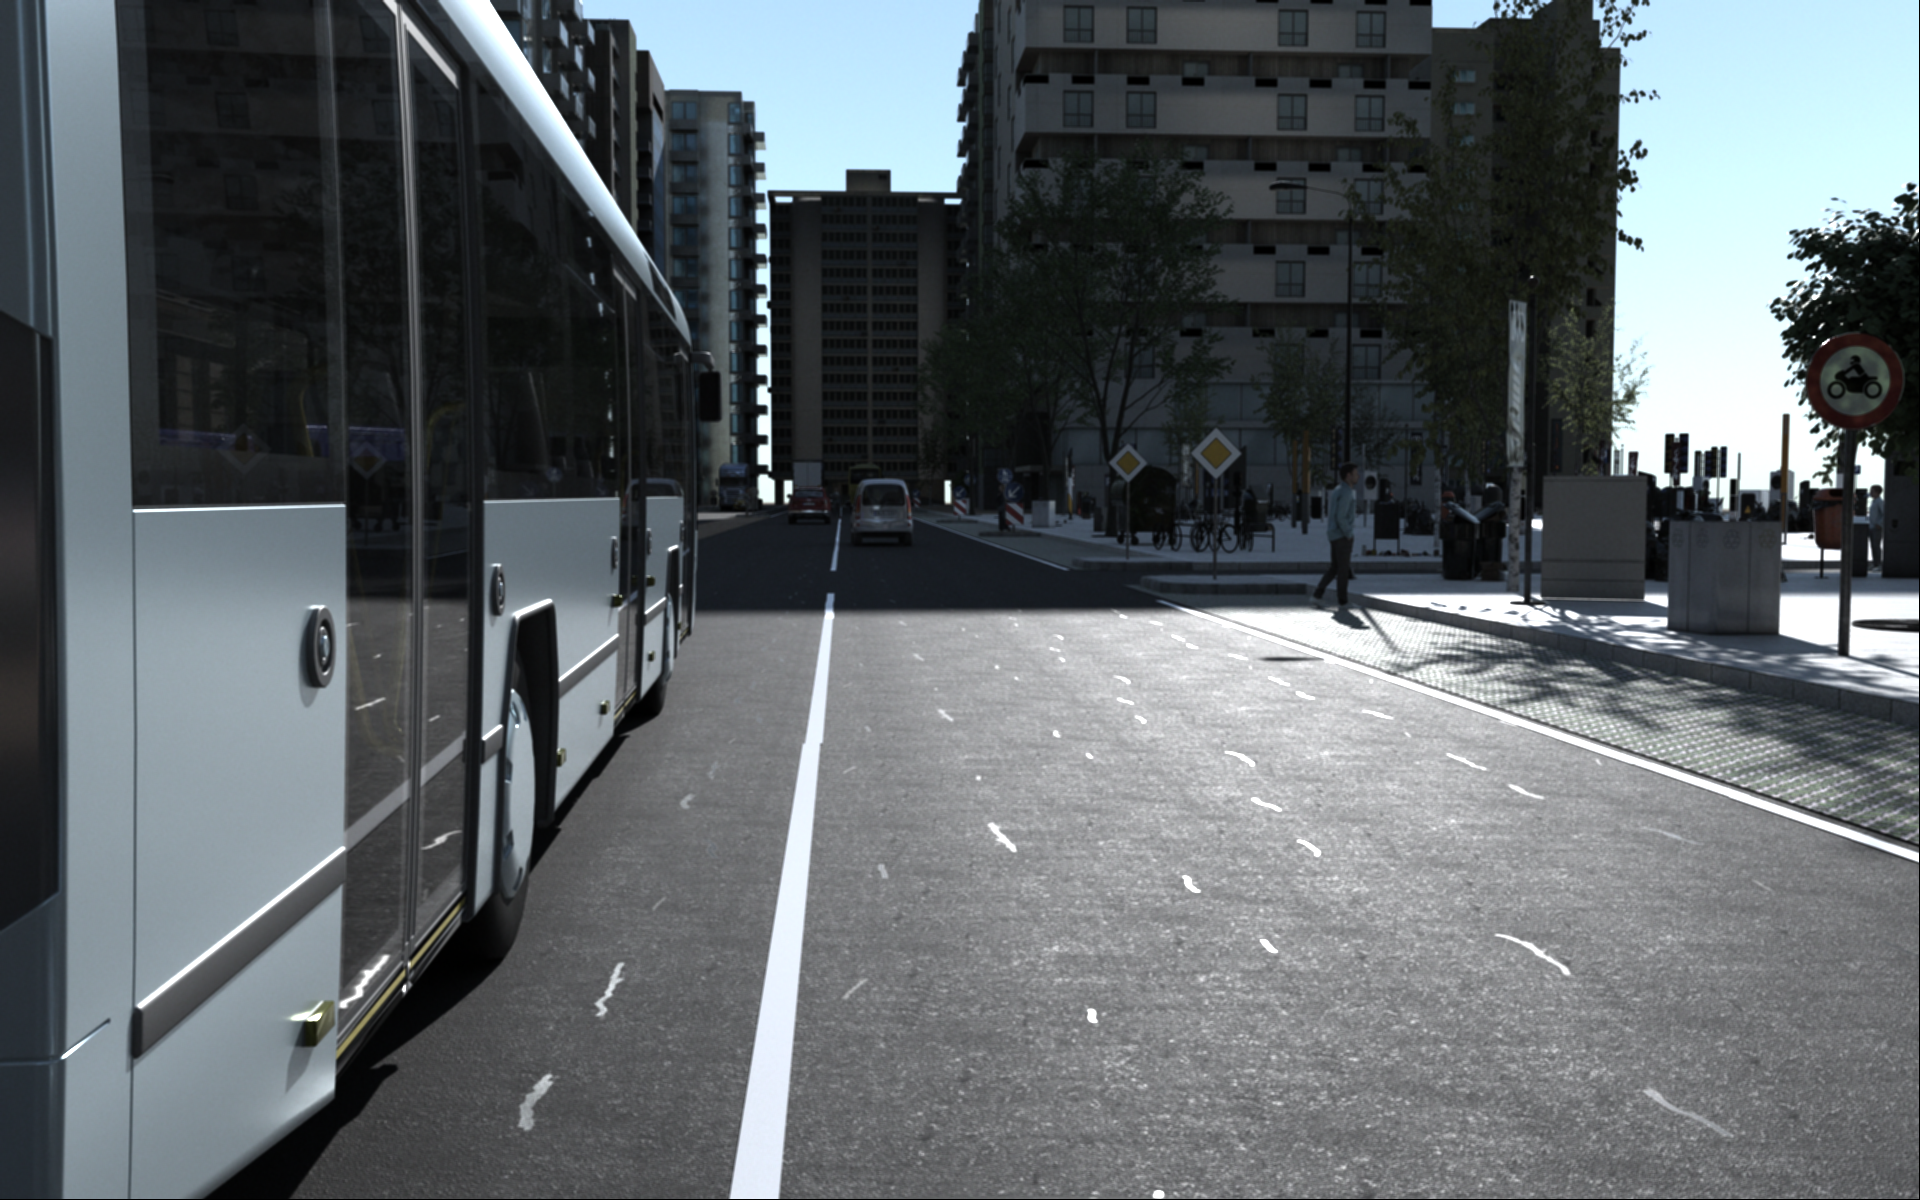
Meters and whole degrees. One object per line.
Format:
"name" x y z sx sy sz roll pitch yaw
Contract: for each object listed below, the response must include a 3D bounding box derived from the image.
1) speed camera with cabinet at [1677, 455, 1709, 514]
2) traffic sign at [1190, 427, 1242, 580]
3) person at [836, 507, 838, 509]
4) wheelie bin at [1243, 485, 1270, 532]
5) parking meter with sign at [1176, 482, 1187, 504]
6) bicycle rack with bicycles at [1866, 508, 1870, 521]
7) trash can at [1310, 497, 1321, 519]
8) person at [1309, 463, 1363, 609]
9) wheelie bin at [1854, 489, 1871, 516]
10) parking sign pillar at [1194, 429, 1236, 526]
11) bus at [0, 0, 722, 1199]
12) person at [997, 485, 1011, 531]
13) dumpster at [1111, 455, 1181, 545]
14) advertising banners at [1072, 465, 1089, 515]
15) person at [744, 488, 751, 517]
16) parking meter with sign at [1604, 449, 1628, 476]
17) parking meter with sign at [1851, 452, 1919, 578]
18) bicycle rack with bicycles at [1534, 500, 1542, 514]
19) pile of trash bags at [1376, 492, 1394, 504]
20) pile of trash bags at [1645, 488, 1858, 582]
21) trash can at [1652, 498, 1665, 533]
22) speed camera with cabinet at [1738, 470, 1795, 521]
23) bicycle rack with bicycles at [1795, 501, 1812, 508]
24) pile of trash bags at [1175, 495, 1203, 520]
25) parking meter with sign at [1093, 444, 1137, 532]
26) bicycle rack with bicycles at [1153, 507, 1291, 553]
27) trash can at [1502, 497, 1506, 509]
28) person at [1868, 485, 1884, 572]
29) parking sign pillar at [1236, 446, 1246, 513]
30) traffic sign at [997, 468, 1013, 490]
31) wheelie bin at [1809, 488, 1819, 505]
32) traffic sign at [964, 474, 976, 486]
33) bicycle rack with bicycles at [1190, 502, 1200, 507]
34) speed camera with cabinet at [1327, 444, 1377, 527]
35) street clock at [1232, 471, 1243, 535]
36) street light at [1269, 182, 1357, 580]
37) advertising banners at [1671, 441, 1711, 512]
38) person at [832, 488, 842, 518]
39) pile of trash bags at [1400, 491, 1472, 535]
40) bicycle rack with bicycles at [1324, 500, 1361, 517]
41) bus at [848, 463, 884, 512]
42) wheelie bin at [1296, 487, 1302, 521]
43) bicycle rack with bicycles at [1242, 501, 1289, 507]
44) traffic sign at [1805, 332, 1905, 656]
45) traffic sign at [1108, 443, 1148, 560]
"speed camera with cabinet" 37.306 -5.734 88.094 2.038 3.252 0.660 -3 4 -36
"traffic sign" 3.818 -1.362 25.916 0.795 2.450 0.064 0 4 -4
"person" -12.110 -9.747 168.394 0.750 1.759 0.617 3 5 43
"wheelie bin" 10.001 -3.107 58.711 0.980 1.594 0.693 -3 4 -36
"parking meter with sign" 11.719 -6.088 95.792 1.738 3.016 0.543 1 4 16
"bicycle rack with bicycles" 45.322 -4.332 84.215 2.852 0.926 2.925 2 4 33
"trash can" 18.525 -4.784 89.868 0.748 1.137 0.748 0 3 0
"person" 4.688 -0.798 21.568 0.620 1.820 0.660 0 4 -4
"wheelie bin" 52.235 -5.654 100.344 0.980 1.594 0.693 1 4 21
"parking sign pillar" 10.355 -5.059 71.179 1.447 3.967 1.447 0 4 -4
"bus" -2.884 -0.825 8.341 2.948 3.499 13.247 0 4 -5
"person" 1.568 -3.286 62.647 0.534 1.772 0.576 -1 4 -13
"dumpster" 4.711 -2.536 43.953 1.502 2.255 1.985 0 4 -4
"advertising banners" 7.238 -6.653 104.969 0.090 3.025 2.074 3 4 37
"person" -12.900 -5.921 105.589 0.573 1.790 0.520 -3 5 -43
"parking meter with sign" 25.908 -4.364 67.605 1.738 3.016 0.543 -1 4 -10
"parking meter with sign" 14.525 -1.851 26.527 1.738 3.016 0.543 2 4 27
"bicycle rack with bicycles" 36.456 -5.826 108.635 2.852 0.926 2.925 -2 4 -31
"pile of trash bags" 23.110 -5.043 92.204 1.912 1.369 3.447 0 4 2
"pile of trash bags" 11.745 -0.998 26.077 3.447 1.369 1.912 0 4 -3
"trash can" 22.768 -2.768 56.916 0.748 1.137 0.748 0 3 0
"speed camera with cabinet" 31.240 -4.452 67.127 0.660 3.252 2.038 -2 4 -29
"bicycle rack with bicycles" 54.454 -5.840 108.863 2.925 0.926 2.852 -2 4 -32
"pile of trash bags" 11.458 -4.668 86.079 1.912 1.369 3.447 -3 5 -41
"parking meter with sign" 5.300 -3.869 59.511 0.543 3.016 1.738 3 5 45
"bicycle rack with bicycles" 5.807 -1.558 38.855 2.852 0.926 2.925 -1 4 -10
"trash can" 26.317 -4.465 84.663 0.748 1.137 0.748 0 3 0
"person" 16.973 -1.333 32.098 0.330 1.601 0.589 1 4 14
"parking sign pillar" 15.237 -6.575 95.980 1.447 3.967 1.447 -2 4 -33
"traffic sign" 2.236 -5.249 85.932 0.768 2.556 0.104 0 4 1
"wheelie bin" 46.771 -5.314 94.789 0.980 1.594 0.693 -1 4 -18
"traffic sign" 0.636 -6.614 108.247 0.768 2.556 0.104 0 4 4
"bicycle rack with bicycles" 9.909 -4.027 79.227 2.852 0.926 2.925 3 5 42
"speed camera with cabinet" 15.284 -4.471 67.431 2.038 3.252 0.660 -2 4 -29
"street clock" 8.725 -3.053 54.488 0.358 2.002 0.471 1 4 13
"street light" 5.294 -3.268 25.965 1.470 5.913 1.316 0 4 -4
"advertising banners" 24.071 -3.728 57.143 0.090 3.025 2.074 -1 4 -12
"person" -7.413 -5.867 104.601 0.661 1.801 0.590 -2 4 -28
"pile of trash bags" 15.021 -2.715 54.145 1.912 1.369 3.447 0 4 6
"bicycle rack with bicycles" 20.670 -5.139 97.404 2.852 0.926 2.925 -3 4 -37
"bus" -7.508 -8.999 138.680 2.896 3.916 12.252 0 4 -2
"wheelie bin" 16.197 -4.567 82.578 0.693 1.594 0.980 0 4 8
"bicycle rack with bicycles" 14.201 -4.215 82.292 2.925 0.926 2.852 -1 4 -19
"traffic sign" 7.029 -0.831 13.701 0.768 2.556 0.104 0 4 2
"traffic sign" 3.280 -1.850 33.883 0.795 2.450 0.064 0 4 -4
